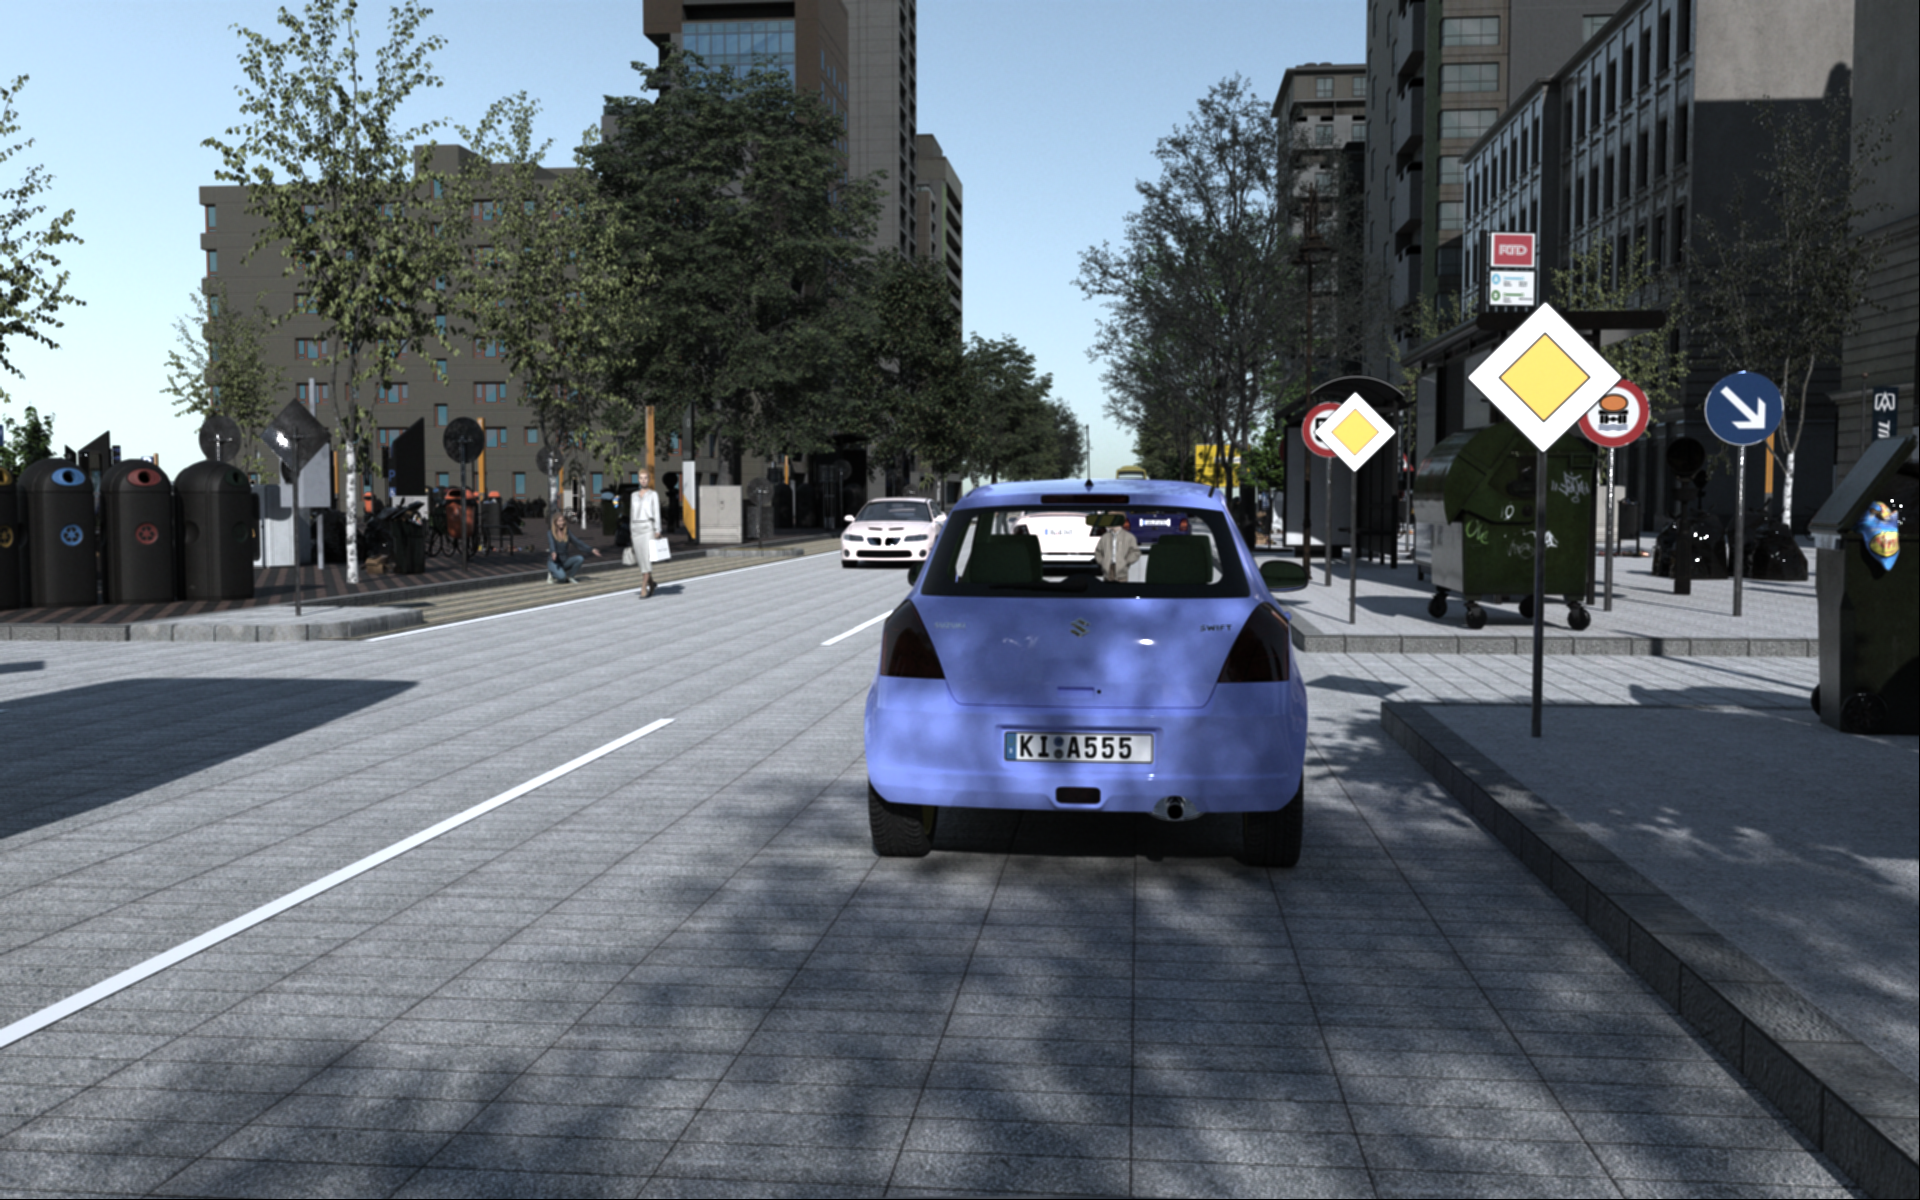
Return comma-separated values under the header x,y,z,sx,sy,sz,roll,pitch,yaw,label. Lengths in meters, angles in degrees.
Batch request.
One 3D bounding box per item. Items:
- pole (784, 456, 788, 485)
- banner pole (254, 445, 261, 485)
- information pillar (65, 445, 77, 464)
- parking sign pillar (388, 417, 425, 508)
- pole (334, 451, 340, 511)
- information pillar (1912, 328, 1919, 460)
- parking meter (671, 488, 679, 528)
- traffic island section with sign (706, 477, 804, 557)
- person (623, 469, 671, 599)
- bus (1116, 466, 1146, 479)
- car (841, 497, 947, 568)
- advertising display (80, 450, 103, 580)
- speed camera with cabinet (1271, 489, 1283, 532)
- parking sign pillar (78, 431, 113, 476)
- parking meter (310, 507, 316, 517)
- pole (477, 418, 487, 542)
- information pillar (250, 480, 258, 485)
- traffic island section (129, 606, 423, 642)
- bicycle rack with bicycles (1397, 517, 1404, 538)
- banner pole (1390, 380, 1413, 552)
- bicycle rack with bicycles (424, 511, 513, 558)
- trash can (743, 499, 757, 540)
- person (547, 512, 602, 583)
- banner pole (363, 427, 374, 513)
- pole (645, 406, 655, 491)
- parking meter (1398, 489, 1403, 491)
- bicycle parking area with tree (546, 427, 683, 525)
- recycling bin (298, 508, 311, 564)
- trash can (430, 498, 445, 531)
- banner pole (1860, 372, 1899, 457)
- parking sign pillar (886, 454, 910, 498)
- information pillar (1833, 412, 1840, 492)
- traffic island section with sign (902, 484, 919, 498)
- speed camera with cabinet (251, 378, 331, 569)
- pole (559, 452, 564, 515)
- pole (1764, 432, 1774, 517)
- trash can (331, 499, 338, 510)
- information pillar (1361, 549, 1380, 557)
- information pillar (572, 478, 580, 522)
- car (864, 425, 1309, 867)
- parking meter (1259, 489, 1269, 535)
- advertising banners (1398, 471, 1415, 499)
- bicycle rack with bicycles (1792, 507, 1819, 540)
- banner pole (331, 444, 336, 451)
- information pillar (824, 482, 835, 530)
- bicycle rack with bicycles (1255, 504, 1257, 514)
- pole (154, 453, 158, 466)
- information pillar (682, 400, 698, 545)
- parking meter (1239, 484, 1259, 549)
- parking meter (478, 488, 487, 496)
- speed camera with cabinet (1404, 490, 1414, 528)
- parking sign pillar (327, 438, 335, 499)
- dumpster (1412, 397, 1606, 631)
x,y,z,sx,sy,sz,roll,pitch,yaw,label
-9.213,-5.998,91.916,0.158,3.312,0.155,0,3,0,pole
-35.838,-6.020,88.445,0.401,3.779,0.863,-3,5,-40,banner pole
-41.948,-5.528,81.742,0.504,3.616,0.183,-3,4,-36,information pillar
-19.319,-4.403,60.460,1.447,3.967,1.447,2,4,31,parking sign pillar
-29.721,-5.429,82.609,0.158,3.312,0.155,0,3,0,pole
11.773,-1.824,21.176,0.183,3.616,0.504,1,4,11,information pillar
-10.795,-3.486,65.414,0.372,1.533,0.369,0,3,0,parking meter
-4.697,-1.932,40.216,1.989,1.847,2.006,0,4,6,traffic island section with sign
-4.311,-0.923,23.937,0.694,1.780,0.624,3,4,36,person
14.924,-9.767,151.243,2.896,3.916,12.252,0,4,5,bus
-1.237,-1.396,35.189,2.083,1.381,4.827,0,4,5,car
-12.956,-1.264,25.884,0.123,1.923,0.974,-1,4,-16,advertising display
10.854,-3.960,59.082,0.660,3.252,2.038,-1,4,-17,speed camera with cabinet
-36.778,-5.215,73.744,1.447,3.967,1.447,0,4,-2,parking sign pillar
-17.739,-2.382,47.349,0.372,1.533,0.369,0,3,0,parking meter
-12.798,-3.214,46.392,0.158,3.312,0.155,0,3,0,pole
-36.551,-5.210,89.673,0.304,2.012,0.304,0,4,-3,information pillar
-6.989,0.247,18.239,2.009,0.180,2.903,0,4,6,traffic island section
11.618,-2.331,51.501,2.852,0.926,2.925,0,4,-6,bicycle rack with bicycles
9.785,-2.959,38.400,0.401,3.779,0.863,-2,4,-28,banner pole
-10.577,-1.380,35.937,2.852,0.926,2.925,-3,5,-40,bicycle rack with bicycles
-5.979,-2.245,48.353,0.748,1.137,0.748,0,3,0,trash can
-6.226,-0.835,27.650,1.012,1.151,0.738,-3,5,-41,person
-21.909,-4.538,64.206,0.401,3.779,0.863,0,4,7,banner pole
-7.204,-2.840,40.284,0.158,3.312,0.155,0,3,0,pole
21.401,-4.615,83.864,0.372,1.533,0.369,0,3,0,parking meter
-13.390,-5.453,76.158,9.016,4.147,8.231,3,5,41,bicycle parking area with tree
-12.357,-1.167,31.631,0.722,1.027,0.722,0,4,8,recycling bin
-17.151,-2.797,57.388,0.748,1.137,0.748,0,3,0,trash can
18.819,-2.790,35.641,0.863,3.779,0.401,1,4,20,banner pole
-3.279,-6.282,91.188,1.447,3.967,1.447,2,4,35,parking sign pillar
25.056,-3.537,49.187,0.504,3.616,0.183,1,4,10,information pillar
-1.904,-3.572,67.026,1.989,1.847,2.006,0,4,6,traffic island section with sign
-11.727,-2.176,29.919,2.038,3.252,0.660,3,4,36,speed camera with cabinet
-19.136,-5.458,83.086,0.158,3.312,0.155,0,3,0,pole
18.710,-2.826,40.054,0.158,3.312,0.155,0,3,0,pole
-20.371,-2.696,55.741,0.748,1.137,0.748,0,3,0,trash can
8.430,-1.900,35.550,0.304,2.012,0.304,-3,5,-40,information pillar
-17.580,-4.571,79.224,0.304,2.012,0.304,0,4,-7,information pillar
0.656,0.095,8.042,1.945,1.707,3.694,0,4,7,car
9.504,-2.796,54.118,0.372,1.533,0.369,0,3,0,parking meter
20.501,-5.137,80.173,2.074,3.025,0.090,1,4,10,advertising banners
24.498,-2.103,47.758,2.925,0.926,2.852,-3,4,-38,bicycle rack with bicycles
-31.714,-5.952,87.330,0.863,3.779,0.401,0,4,-3,banner pole
-4.645,-3.488,61.514,0.304,2.012,0.304,1,4,16,information pillar
14.328,-4.728,90.685,2.925,0.926,2.852,1,4,19,bicycle rack with bicycles
-40.331,-5.695,86.960,0.158,3.312,0.155,0,3,0,pole
-6.819,-3.195,43.586,0.183,3.616,0.504,-3,4,-38,information pillar
6.650,-1.937,40.083,0.372,1.533,0.369,0,3,0,parking meter
-19.639,-3.844,71.262,0.372,1.533,0.369,0,3,0,parking meter
17.763,-4.336,65.222,0.660,3.252,2.038,-3,5,-42,speed camera with cabinet
-28.528,-5.419,77.080,1.447,3.967,1.447,1,4,11,parking sign pillar
5.373,-0.892,17.074,1.502,2.255,1.985,0,4,6,dumpster
